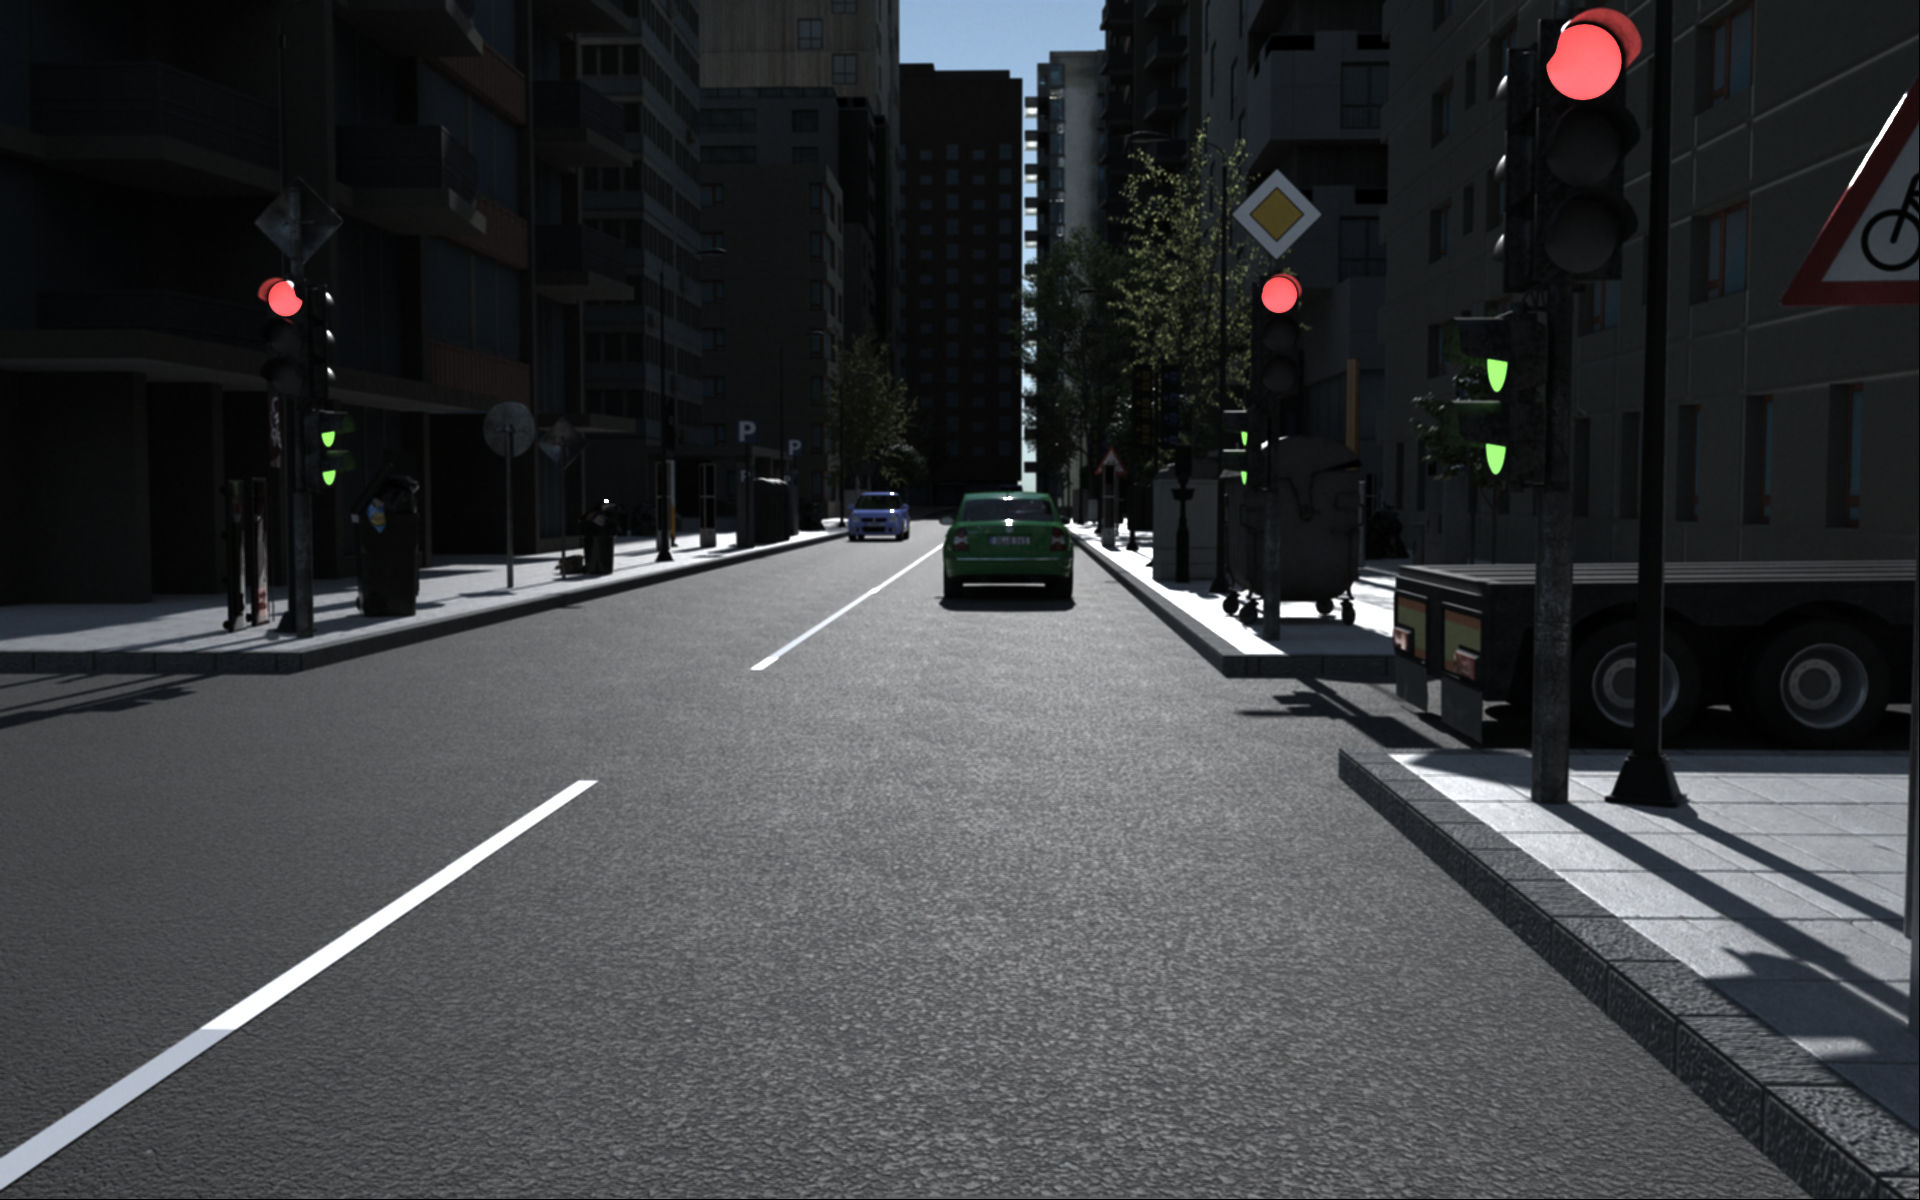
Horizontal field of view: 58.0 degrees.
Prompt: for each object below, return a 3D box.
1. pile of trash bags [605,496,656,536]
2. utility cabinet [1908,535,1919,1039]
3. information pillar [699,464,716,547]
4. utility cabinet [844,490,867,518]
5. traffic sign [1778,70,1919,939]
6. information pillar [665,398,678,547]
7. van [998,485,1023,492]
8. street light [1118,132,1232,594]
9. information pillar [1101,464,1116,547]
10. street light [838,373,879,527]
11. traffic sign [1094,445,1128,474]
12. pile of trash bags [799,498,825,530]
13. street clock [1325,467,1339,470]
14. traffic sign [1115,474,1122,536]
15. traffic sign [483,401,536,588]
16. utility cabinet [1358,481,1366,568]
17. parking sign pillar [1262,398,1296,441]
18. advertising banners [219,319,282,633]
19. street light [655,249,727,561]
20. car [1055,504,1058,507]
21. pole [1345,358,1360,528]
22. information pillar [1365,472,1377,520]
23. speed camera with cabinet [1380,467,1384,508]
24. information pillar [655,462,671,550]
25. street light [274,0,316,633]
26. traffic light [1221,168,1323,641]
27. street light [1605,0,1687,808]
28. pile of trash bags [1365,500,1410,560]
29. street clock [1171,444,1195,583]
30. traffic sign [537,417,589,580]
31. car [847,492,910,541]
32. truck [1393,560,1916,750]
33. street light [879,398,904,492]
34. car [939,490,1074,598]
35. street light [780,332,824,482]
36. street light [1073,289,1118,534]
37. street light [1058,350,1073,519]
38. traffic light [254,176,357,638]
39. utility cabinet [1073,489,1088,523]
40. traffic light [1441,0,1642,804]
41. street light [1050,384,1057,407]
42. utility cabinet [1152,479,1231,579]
[{"bbox_3d":[-10.787,-2.639,52.903,3.447,1.369,1.912,-1,4,-8],"label":"pile of trash bags"},{"bbox_3d":[2.351,0.463,3.599,0.306,1.237,1.020,0,4,7],"label":"utility cabinet"},{"bbox_3d":[-6.100,-2.287,41.883,0.304,2.012,0.304,-2,4,-31],"label":"information pillar"},{"bbox_3d":[-5.445,-5.018,90.715,1.173,1.500,0.318,0,4,8],"label":"utility cabinet"},{"bbox_3d":[2.767,-0.302,4.938,0.884,2.594,0.081,0,4,5],"label":"traffic sign"},{"bbox_3d":[-7.053,-3.094,41.940,0.183,3.616,0.504,1,4,20],"label":"information pillar"},{"bbox_3d":[3.478,-7.109,120.609,2.240,2.365,5.245,0,4,1],"label":"van"},{"bbox_3d":[2.850,-3.047,22.363,1.470,5.913,1.316,0,4,2],"label":"street light"},{"bbox_3d":[3.617,-2.309,42.245,0.304,2.012,0.304,0,4,-5],"label":"information pillar"},{"bbox_3d":[-4.008,-5.749,66.534,1.470,5.913,1.316,0,4,2],"label":"street light"},{"bbox_3d":[4.026,-2.825,46.188,0.884,2.594,0.081,0,4,4],"label":"traffic sign"},{"bbox_3d":[-5.955,-3.214,62.299,1.912,1.369,3.447,-1,4,-12],"label":"pile of trash bags"},{"bbox_3d":[9.853,-2.537,46.044,0.471,2.002,0.358,-2,4,-28],"label":"street clock"},{"bbox_3d":[4.784,-3.212,52.621,0.768,2.556,0.104,0,4,4],"label":"traffic sign"},{"bbox_3d":[-6.163,-1.440,23.656,0.768,2.556,0.104,1,4,10],"label":"traffic sign"},{"bbox_3d":[6.338,-1.286,29.708,1.173,1.500,0.318,1,4,21],"label":"utility cabinet"},{"bbox_3d":[7.557,-3.248,41.569,1.447,3.967,1.447,-1,4,-15],"label":"parking sign pillar"},{"bbox_3d":[-6.852,-1.264,16.851,0.090,3.025,2.074,0,4,-7],"label":"advertising banners"},{"bbox_3d":[-5.119,-3.696,32.973,1.470,5.913,1.316,0,4,2],"label":"street light"},{"bbox_3d":[2.270,-3.090,59.559,2.155,1.783,4.494,0,4,4],"label":"car"},{"bbox_3d":[5.930,-1.979,26.199,0.158,3.312,0.155,0,3,0],"label":"pole"},{"bbox_3d":[13.997,-3.335,59.019,0.304,2.012,0.304,3,4,36],"label":"information pillar"},{"bbox_3d":[13.812,-3.746,55.586,0.660,3.252,2.038,1,4,13],"label":"speed camera with cabinet"},{"bbox_3d":[-6.773,-2.145,39.555,0.304,2.012,0.304,0,4,-2],"label":"information pillar"},{"bbox_3d":[-5.653,-2.653,15.923,1.470,5.913,1.316,0,4,2],"label":"street light"},{"bbox_3d":[2.716,-1.601,15.099,0.839,4.253,0.868,0,4,2],"label":"traffic light"},{"bbox_3d":[2.334,-2.114,7.104,1.470,5.913,1.316,0,4,2],"label":"street light"},{"bbox_3d":[7.569,-1.571,35.443,1.912,1.369,3.447,-2,4,-28],"label":"pile of trash bags"},{"bbox_3d":[3.222,-1.252,25.034,0.358,2.002,0.471,0,4,4],"label":"street clock"},{"bbox_3d":[-5.936,-1.511,25.892,0.795,2.450,0.064,0,4,4],"label":"traffic sign"},{"bbox_3d":[-2.533,-2.746,54.488,1.945,1.707,3.694,0,4,3],"label":"car"},{"bbox_3d":[12.279,-1.248,10.163,18.799,4.110,2.967,0,4,3],"label":"truck"},{"bbox_3d":[-3.383,-6.803,83.774,1.470,5.913,1.316,0,4,2],"label":"street light"},{"bbox_3d":[0.667,-1.001,25.160,1.959,1.807,4.718,0,4,0],"label":"car"},{"bbox_3d":[-4.586,-4.723,49.761,1.470,5.913,1.316,0,4,2],"label":"street light"},{"bbox_3d":[3.384,-4.082,39.283,1.470,5.913,1.316,0,4,2],"label":"street light"},{"bbox_3d":[4.003,-5.108,56.055,1.470,5.913,1.316,0,4,2],"label":"street light"},{"bbox_3d":[-5.841,-1.618,15.375,0.839,4.253,0.868,0,4,2],"label":"traffic light"},{"bbox_3d":[5.251,-4.094,75.623,0.318,1.500,1.173,2,4,24],"label":"utility cabinet"},{"bbox_3d":[2.443,-1.113,7.119,0.839,4.253,0.868,0,4,2],"label":"traffic light"},{"bbox_3d":[4.589,-6.165,73.332,1.470,5.913,1.316,0,4,2],"label":"street light"},{"bbox_3d":[3.475,-1.055,25.924,1.173,1.500,0.318,-1,4,-19],"label":"utility cabinet"}]
